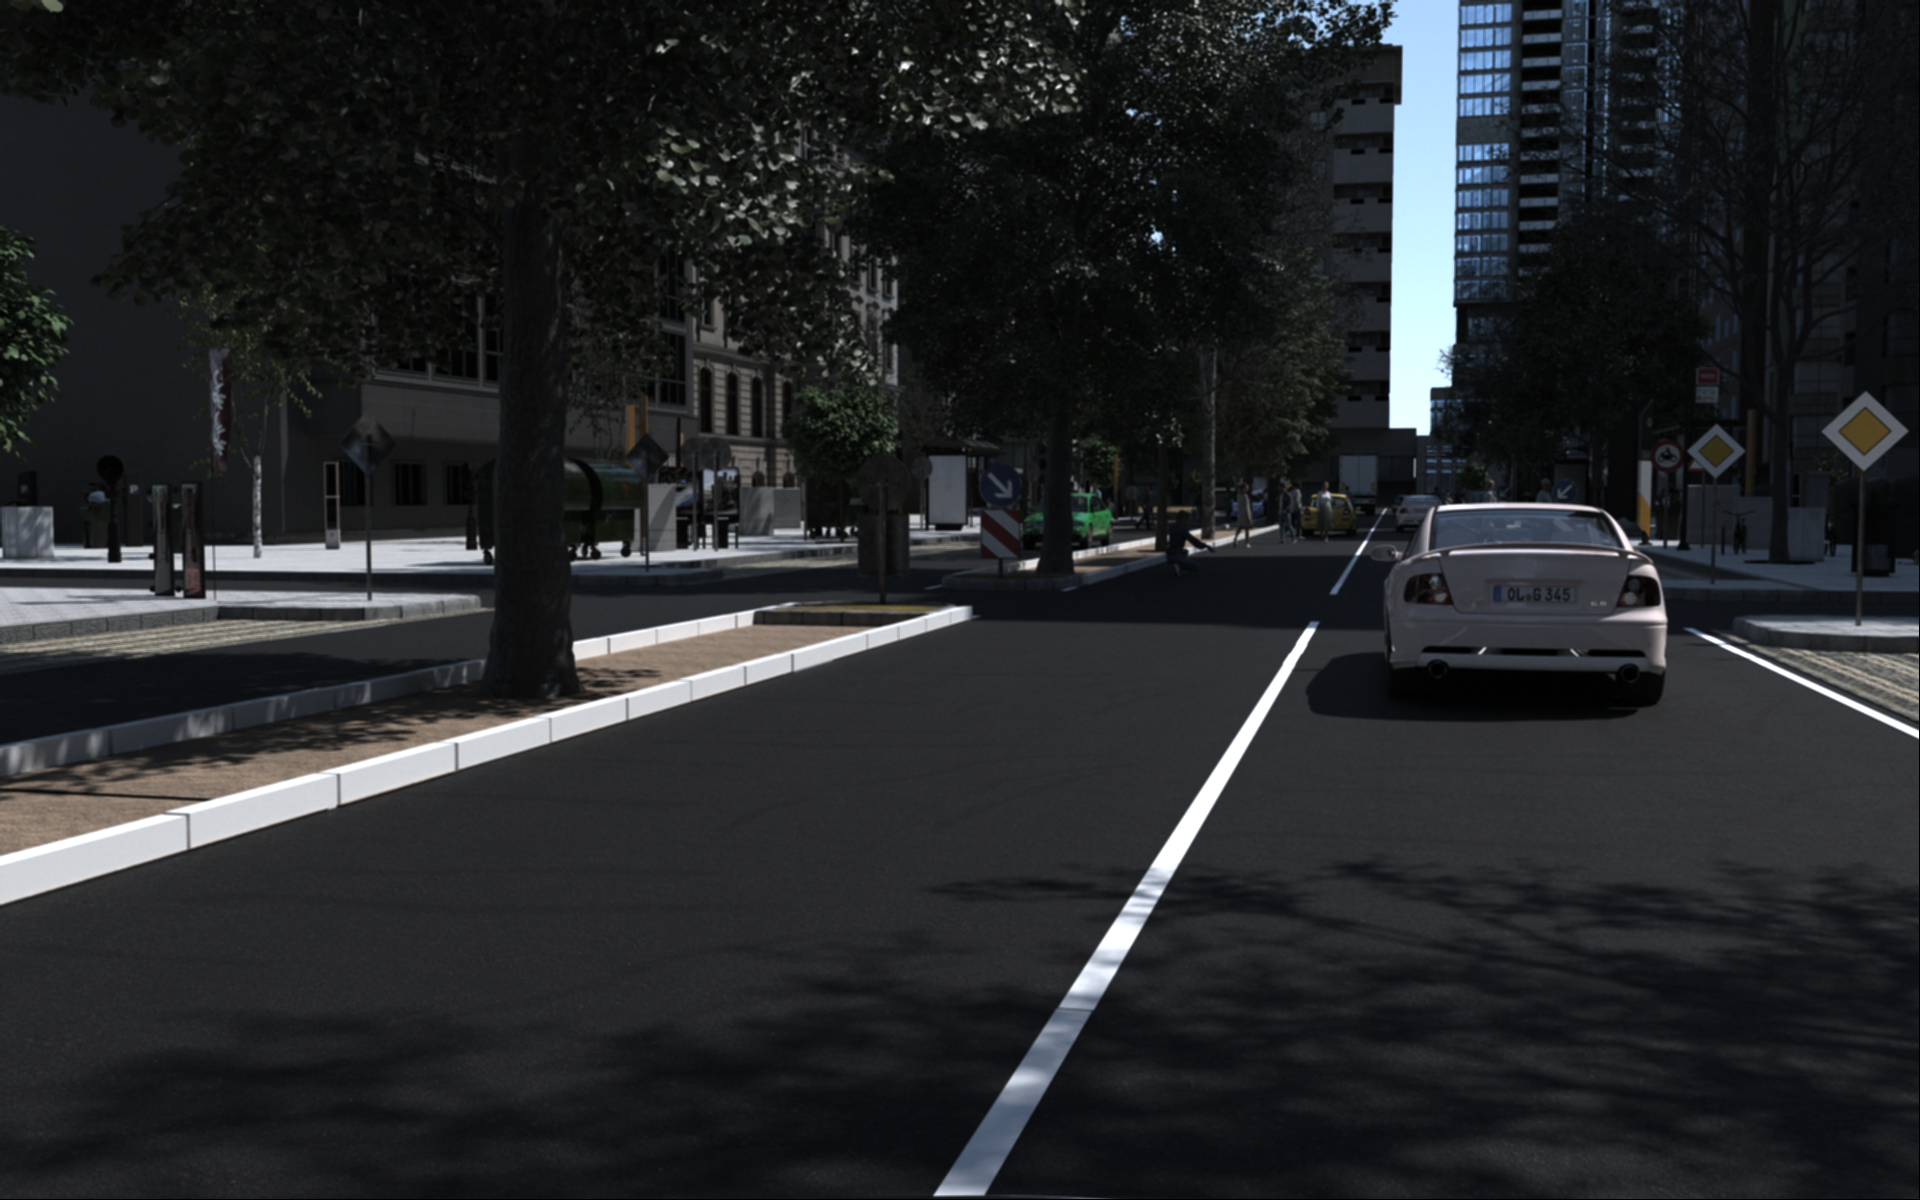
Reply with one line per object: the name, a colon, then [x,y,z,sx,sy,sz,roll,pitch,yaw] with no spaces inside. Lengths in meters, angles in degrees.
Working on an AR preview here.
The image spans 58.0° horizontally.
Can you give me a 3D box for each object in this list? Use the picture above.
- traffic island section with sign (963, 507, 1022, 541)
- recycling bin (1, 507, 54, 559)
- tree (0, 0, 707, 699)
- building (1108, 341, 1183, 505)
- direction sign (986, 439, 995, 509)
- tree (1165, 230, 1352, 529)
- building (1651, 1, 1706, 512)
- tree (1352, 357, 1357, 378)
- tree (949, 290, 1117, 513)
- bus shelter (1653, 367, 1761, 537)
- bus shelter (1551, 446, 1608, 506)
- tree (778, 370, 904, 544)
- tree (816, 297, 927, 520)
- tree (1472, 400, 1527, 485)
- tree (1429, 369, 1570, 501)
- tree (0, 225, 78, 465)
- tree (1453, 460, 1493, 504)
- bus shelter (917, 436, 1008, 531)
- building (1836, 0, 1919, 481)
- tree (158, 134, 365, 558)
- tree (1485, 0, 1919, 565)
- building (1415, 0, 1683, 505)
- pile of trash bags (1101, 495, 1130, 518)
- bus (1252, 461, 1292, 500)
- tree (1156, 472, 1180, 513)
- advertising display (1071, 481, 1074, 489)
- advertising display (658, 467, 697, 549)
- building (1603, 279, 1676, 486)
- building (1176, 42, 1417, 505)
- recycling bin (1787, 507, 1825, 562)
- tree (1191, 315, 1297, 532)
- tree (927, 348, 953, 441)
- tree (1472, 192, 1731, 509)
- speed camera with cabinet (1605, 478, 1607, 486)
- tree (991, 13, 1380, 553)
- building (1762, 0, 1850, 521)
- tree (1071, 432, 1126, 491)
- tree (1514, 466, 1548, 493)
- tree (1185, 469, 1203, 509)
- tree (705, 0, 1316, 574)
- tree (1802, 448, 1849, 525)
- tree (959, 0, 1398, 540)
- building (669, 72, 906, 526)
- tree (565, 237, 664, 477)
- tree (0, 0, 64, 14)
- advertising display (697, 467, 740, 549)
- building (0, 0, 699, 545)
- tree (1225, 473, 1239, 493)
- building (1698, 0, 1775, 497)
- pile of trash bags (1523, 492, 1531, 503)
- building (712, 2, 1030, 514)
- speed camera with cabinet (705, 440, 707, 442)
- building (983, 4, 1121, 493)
traffic island section with sign: [1.276,-2.708,52.904,1.989,1.847,2.006,1,4,14]
recycling bin: [-18.632,-1.349,34.609,0.722,1.027,0.722,3,4,38]
tree: [-3.067,-6.297,12.064,9.857,13.997,8.962,0,3,0]
building: [12.796,-22.526,213.342,28.899,21.520,27.650,1,4,14]
direction sign: [1.059,-4.729,69.309,0.876,3.537,0.379,-3,4,-37]
tree: [11.691,-9.169,70.499,7.486,12.596,7.792,0,3,0]
building: [58.296,-41.409,115.289,20.563,71.187,20.611,1,4,14]
tree: [14.301,-9.742,79.872,7.486,12.596,7.792,0,3,0]
tree: [3.011,-8.568,74.507,8.767,10.594,7.601,2,4,28]
bus shelter: [22.347,-4.590,52.680,2.179,5.291,8.768,1,4,14]
bus shelter: [26.550,-4.932,74.554,2.014,3.302,5.546,1,4,14]
tree: [-3.112,-3.775,45.438,4.285,4.588,4.351,0,3,0]
tree: [-3.758,-7.037,65.412,4.360,8.622,3.978,0,3,0]
tree: [36.579,-10.160,116.477,4.360,8.622,3.978,0,3,0]
tree: [33.161,-10.371,103.986,7.601,10.594,8.767,2,4,33]
tree: [-10.588,-2.052,17.258,4.285,4.588,4.351,0,3,0]
tree: [46.546,-10.588,156.823,4.285,4.588,4.351,0,3,0]
bus shelter: [0.141,-4.212,62.785,2.014,3.302,5.546,1,4,14]
building: [39.988,-17.817,63.017,14.160,30.474,14.107,1,4,14]
tree: [-14.064,-5.158,34.696,4.737,8.622,4.395,0,3,0]
tree: [14.937,-7.405,31.442,12.009,13.543,11.850,0,3,0]
building: [67.770,-53.931,194.445,31.000,86.520,22.319,1,4,14]
pile of trash bags: [8.302,-5.210,94.931,3.447,1.369,1.912,-3,5,-42]
bus: [23.029,-8.350,128.073,2.896,3.916,12.252,1,4,13]
tree: [14.263,-7.613,119.066,1.663,3.219,1.824,0,3,0]
advertising display: [5.312,-5.066,88.048,0.974,1.923,0.123,1,4,12]
advertising display: [-6.577,-2.167,40.645,0.974,1.923,0.123,-1,4,-22]
building: [67.680,-18.036,139.930,27.650,21.520,28.899,1,4,14]
building: [40.237,-37.717,205.904,27.495,52.752,28.713,1,4,14]
recycling bin: [16.129,-1.258,33.124,0.722,1.027,0.722,2,4,26]
tree: [10.472,-6.836,64.589,4.360,8.622,3.978,0,3,0]
tree: [-1.898,-8.178,84.078,4.360,8.622,3.978,0,3,0]
tree: [24.506,-9.113,66.010,9.611,12.733,9.660,0,3,0]
speed camera with cabinet: [36.599,-6.172,95.252,2.038,3.252,0.660,2,4,27]
tree: [4.964,-7.905,42.069,12.009,13.543,11.850,0,3,0]
building: [47.570,-24.557,85.094,14.154,41.232,14.086,1,4,14]
tree: [7.070,-6.519,90.298,4.285,4.588,4.351,0,3,0]
tree: [30.849,-6.026,93.131,1.663,3.219,1.824,0,3,0]
tree: [17.214,-8.150,127.846,1.663,3.219,1.824,0,3,0]
tree: [1.696,-7.405,30.190,9.857,13.997,8.962,0,3,0]
tree: [36.408,-4.810,73.250,1.663,3.219,1.824,0,3,0]
tree: [6.807,-12.017,54.831,12.611,20.169,13.585,0,3,0]
building: [-12.577,-16.195,83.867,14.460,24.649,34.723,1,4,14]
tree: [-9.605,-5.862,46.214,4.360,8.622,3.978,0,3,0]
tree: [-4.928,-5.074,3.547,7.486,12.596,7.792,0,3,0]
advertising display: [-5.630,-2.166,40.628,0.974,1.923,0.123,-2,4,-34]
building: [-19.322,-16.008,55.239,14.314,27.812,24.014,1,4,14]
tree: [25.345,-10.136,160.328,1.663,3.219,1.824,0,3,0]
building: [51.089,-27.457,99.034,14.600,45.320,14.200,1,4,14]
pile of trash bags: [29.905,-4.837,88.830,1.912,1.369,3.447,-1,4,-14]
building: [-11.705,-26.164,119.655,32.217,40.220,23.993,1,4,14]
speed camera with cabinet: [-8.764,-4.231,63.516,2.038,3.252,0.660,-3,4,-36]
building: [-0.436,-34.688,156.393,27.495,52.752,28.713,1,4,14]
